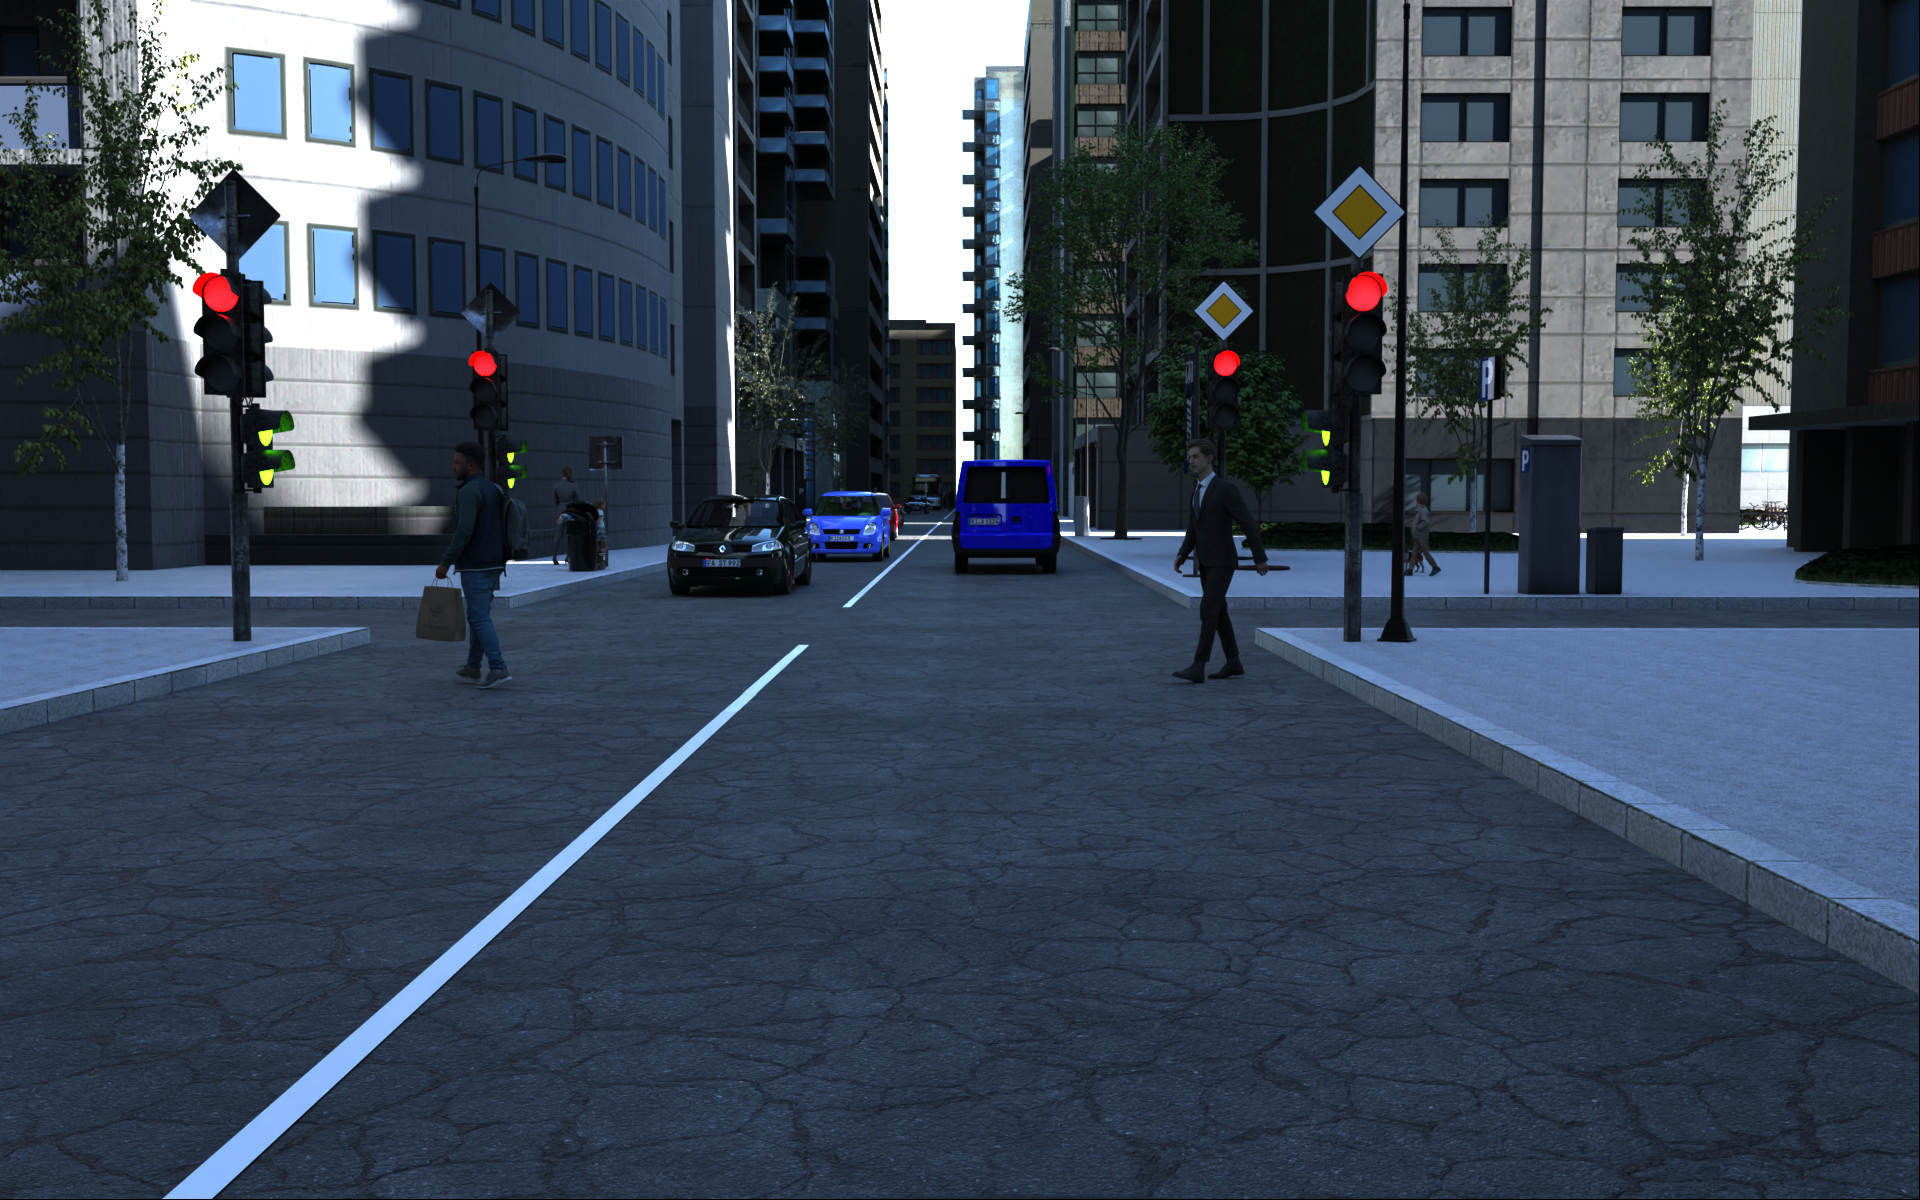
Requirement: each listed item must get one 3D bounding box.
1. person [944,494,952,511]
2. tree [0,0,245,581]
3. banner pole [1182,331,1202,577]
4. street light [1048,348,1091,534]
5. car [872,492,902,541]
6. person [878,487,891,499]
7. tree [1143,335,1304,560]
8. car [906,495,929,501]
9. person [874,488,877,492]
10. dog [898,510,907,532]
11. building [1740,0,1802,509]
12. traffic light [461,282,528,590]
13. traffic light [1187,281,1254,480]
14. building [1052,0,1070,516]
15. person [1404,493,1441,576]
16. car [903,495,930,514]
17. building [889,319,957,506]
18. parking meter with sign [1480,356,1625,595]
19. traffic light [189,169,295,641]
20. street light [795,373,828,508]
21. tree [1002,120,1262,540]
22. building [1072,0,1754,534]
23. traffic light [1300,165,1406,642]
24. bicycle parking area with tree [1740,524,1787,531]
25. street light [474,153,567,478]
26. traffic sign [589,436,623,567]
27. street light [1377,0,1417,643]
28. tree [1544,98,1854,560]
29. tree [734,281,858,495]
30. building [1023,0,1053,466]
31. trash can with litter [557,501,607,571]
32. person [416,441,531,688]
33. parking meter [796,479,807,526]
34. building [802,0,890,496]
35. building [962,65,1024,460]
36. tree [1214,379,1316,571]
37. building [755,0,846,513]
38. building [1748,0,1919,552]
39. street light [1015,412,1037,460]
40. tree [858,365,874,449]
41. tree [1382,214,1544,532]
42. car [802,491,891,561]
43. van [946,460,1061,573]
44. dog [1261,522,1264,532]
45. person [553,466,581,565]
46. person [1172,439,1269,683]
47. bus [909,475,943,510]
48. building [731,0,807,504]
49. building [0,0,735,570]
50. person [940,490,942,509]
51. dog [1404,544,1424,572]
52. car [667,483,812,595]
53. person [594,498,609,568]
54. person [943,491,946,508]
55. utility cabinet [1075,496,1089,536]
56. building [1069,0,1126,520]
[{"bbox_3d":[-0.973,-8.091,143.982,0.628,1.438,0.799,2,4,29],"label":"person"},{"bbox_3d":[-12.598,-4.585,25.333,4.737,8.622,4.395,0,3,0],"label":"tree"},{"bbox_3d":[3.614,-2.261,26.988,0.401,3.779,0.863,-1,4,-10],"label":"banner pole"},{"bbox_3d":[3.488,-5.052,55.135,1.470,5.913,1.316,0,4,0],"label":"street light"},{"bbox_3d":[-2.895,-2.795,54.732,2.155,1.783,4.494,0,4,0],"label":"car"},{"bbox_3d":[-6.034,-7.845,134.407,1.348,1.812,0.705,0,4,-5],"label":"person"},{"bbox_3d":[5.101,-3.077,34.021,4.285,4.588,4.351,0,3,0],"label":"tree"},{"bbox_3d":[-3.614,-8.278,147.920,1.945,1.354,3.894,0,4,-1],"label":"car"},{"bbox_3d":[-5.889,-7.095,122.780,0.721,1.736,1.217,0,4,-6],"label":"person"},{"bbox_3d":[-2.326,-2.968,65.363,0.513,0.831,0.800,-1,4,-17],"label":"dog"},{"bbox_3d":[65.759,-34.768,157.691,27.495,52.752,28.713,0,4,0],"label":"building"},{"bbox_3d":[-6.206,-2.085,23.017,0.839,4.253,0.868,0,4,0],"label":"traffic light"},{"bbox_3d":[3.455,-2.082,22.965,0.839,4.253,0.868,0,4,0],"label":"traffic light"},{"bbox_3d":[16.485,-34.823,111.361,21.231,58.520,28.212,0,4,0],"label":"building"},{"bbox_3d":[7.217,-1.024,27.061,0.640,1.303,0.475,0,4,-6],"label":"person"},{"bbox_3d":[-3.135,-6.981,126.719,1.945,1.354,3.894,0,4,2],"label":"car"},{"bbox_3d":[-14.961,-21.498,196.526,28.899,21.520,27.650,0,4,0],"label":"building"},{"bbox_3d":[7.584,-1.585,22.177,1.738,3.016,0.543,0,4,-2],"label":"parking meter with sign"},{"bbox_3d":[-6.262,-1.597,15.032,0.839,4.253,0.868,0,4,0],"label":"traffic light"},{"bbox_3d":[-5.788,-5.762,66.756,1.470,5.913,1.316,0,4,0],"label":"street light"},{"bbox_3d":[4.637,-7.504,48.440,9.928,11.665,9.643,0,3,0],"label":"tree"},{"bbox_3d":[15.162,-38.292,64.330,20.563,71.187,20.611,0,4,0],"label":"building"},{"bbox_3d":[3.399,-1.594,14.981,0.839,4.253,0.868,0,4,0],"label":"traffic light"},{"bbox_3d":[31.703,-4.567,61.678,8.231,4.147,9.016,-3,5,-40],"label":"bicycle parking area with tree"},{"bbox_3d":[-6.060,-3.134,23.779,1.470,5.913,1.316,0,4,0],"label":"street light"},{"bbox_3d":[-6.244,-1.739,30.560,0.606,2.300,0.079,0,4,4],"label":"traffic sign"},{"bbox_3d":[3.278,-2.595,14.968,1.470,5.913,1.316,0,4,0],"label":"street light"},{"bbox_3d":[14.552,-5.077,33.367,4.737,8.622,4.395,0,3,0],"label":"tree"},{"bbox_3d":[-6.656,-6.772,61.089,4.360,8.622,3.978,0,3,0],"label":"tree"},{"bbox_3d":[16.848,-32.878,161.250,21.300,48.544,21.600,0,4,0],"label":"building"},{"bbox_3d":[-6.306,-1.079,29.027,0.624,1.170,1.055,0,4,4],"label":"trash can with litter"},{"bbox_3d":[-3.607,-0.264,12.801,0.713,1.824,0.794,2,4,28],"label":"person"},{"bbox_3d":[-6.009,-3.660,65.550,0.399,1.863,0.255,0,4,-3],"label":"parking meter"},{"bbox_3d":[-17.644,-32.908,161.743,21.600,48.544,21.300,0,4,0],"label":"building"},{"bbox_3d":[15.481,-35.108,193.631,30.456,49.044,23.786,0,4,0],"label":"building"},{"bbox_3d":[5.222,-2.125,29.341,1.663,3.219,1.824,0,3,0],"label":"tree"},{"bbox_3d":[-18.334,-48.884,111.921,22.319,86.520,31.000,0,4,0],"label":"building"},{"bbox_3d":[31.989,-23.186,33.714,28.867,44.769,22.147,0,4,0],"label":"building"},{"bbox_3d":[3.811,-7.680,98.111,1.470,5.913,1.316,0,4,0],"label":"street light"},{"bbox_3d":[-6.596,-8.737,93.216,4.360,8.622,3.978,0,3,0],"label":"tree"},{"bbox_3d":[13.136,-5.787,44.974,4.737,8.622,4.395,0,3,0],"label":"tree"},{"bbox_3d":[-2.450,-1.739,38.025,1.945,1.707,3.694,0,4,1],"label":"car"},{"bbox_3d":[0.836,-1.756,33.088,2.240,2.365,5.245,0,4,0],"label":"van"},{"bbox_3d":[8.155,-1.900,47.892,0.406,0.507,0.540,1,4,21],"label":"dog"},{"bbox_3d":[-7.093,-1.524,31.228,0.520,1.790,0.573,-1,4,-12],"label":"person"},{"bbox_3d":[1.892,-0.304,13.256,0.755,1.850,0.659,-2,4,-26],"label":"person"},{"bbox_3d":[-3.040,-9.954,157.611,2.948,3.499,13.247,0,4,-1],"label":"bus"},{"bbox_3d":[-17.342,-38.845,73.362,20.563,71.187,20.611,0,4,0],"label":"building"},{"bbox_3d":[-17.990,-30.544,41.401,21.231,58.520,28.212,0,4,0],"label":"building"},{"bbox_3d":[-1.904,-9.695,166.945,0.705,1.831,1.348,0,4,-1],"label":"person"},{"bbox_3d":[7.388,-0.703,28.318,0.406,0.507,0.540,1,4,21],"label":"dog"},{"bbox_3d":[-3.238,-0.986,25.911,2.009,1.686,4.222,0,4,1],"label":"car"},{"bbox_3d":[-6.305,-1.154,29.927,0.382,1.210,0.505,-3,5,-44],"label":"person"},{"bbox_3d":[-1.445,-10.012,172.932,0.721,1.736,1.217,-1,4,-16],"label":"person"},{"bbox_3d":[3.730,-2.549,52.842,0.306,1.237,1.020,1,4,13],"label":"utility cabinet"},{"bbox_3d":[12.660,-19.523,90.903,14.160,30.474,14.107,0,4,0],"label":"building"}]
